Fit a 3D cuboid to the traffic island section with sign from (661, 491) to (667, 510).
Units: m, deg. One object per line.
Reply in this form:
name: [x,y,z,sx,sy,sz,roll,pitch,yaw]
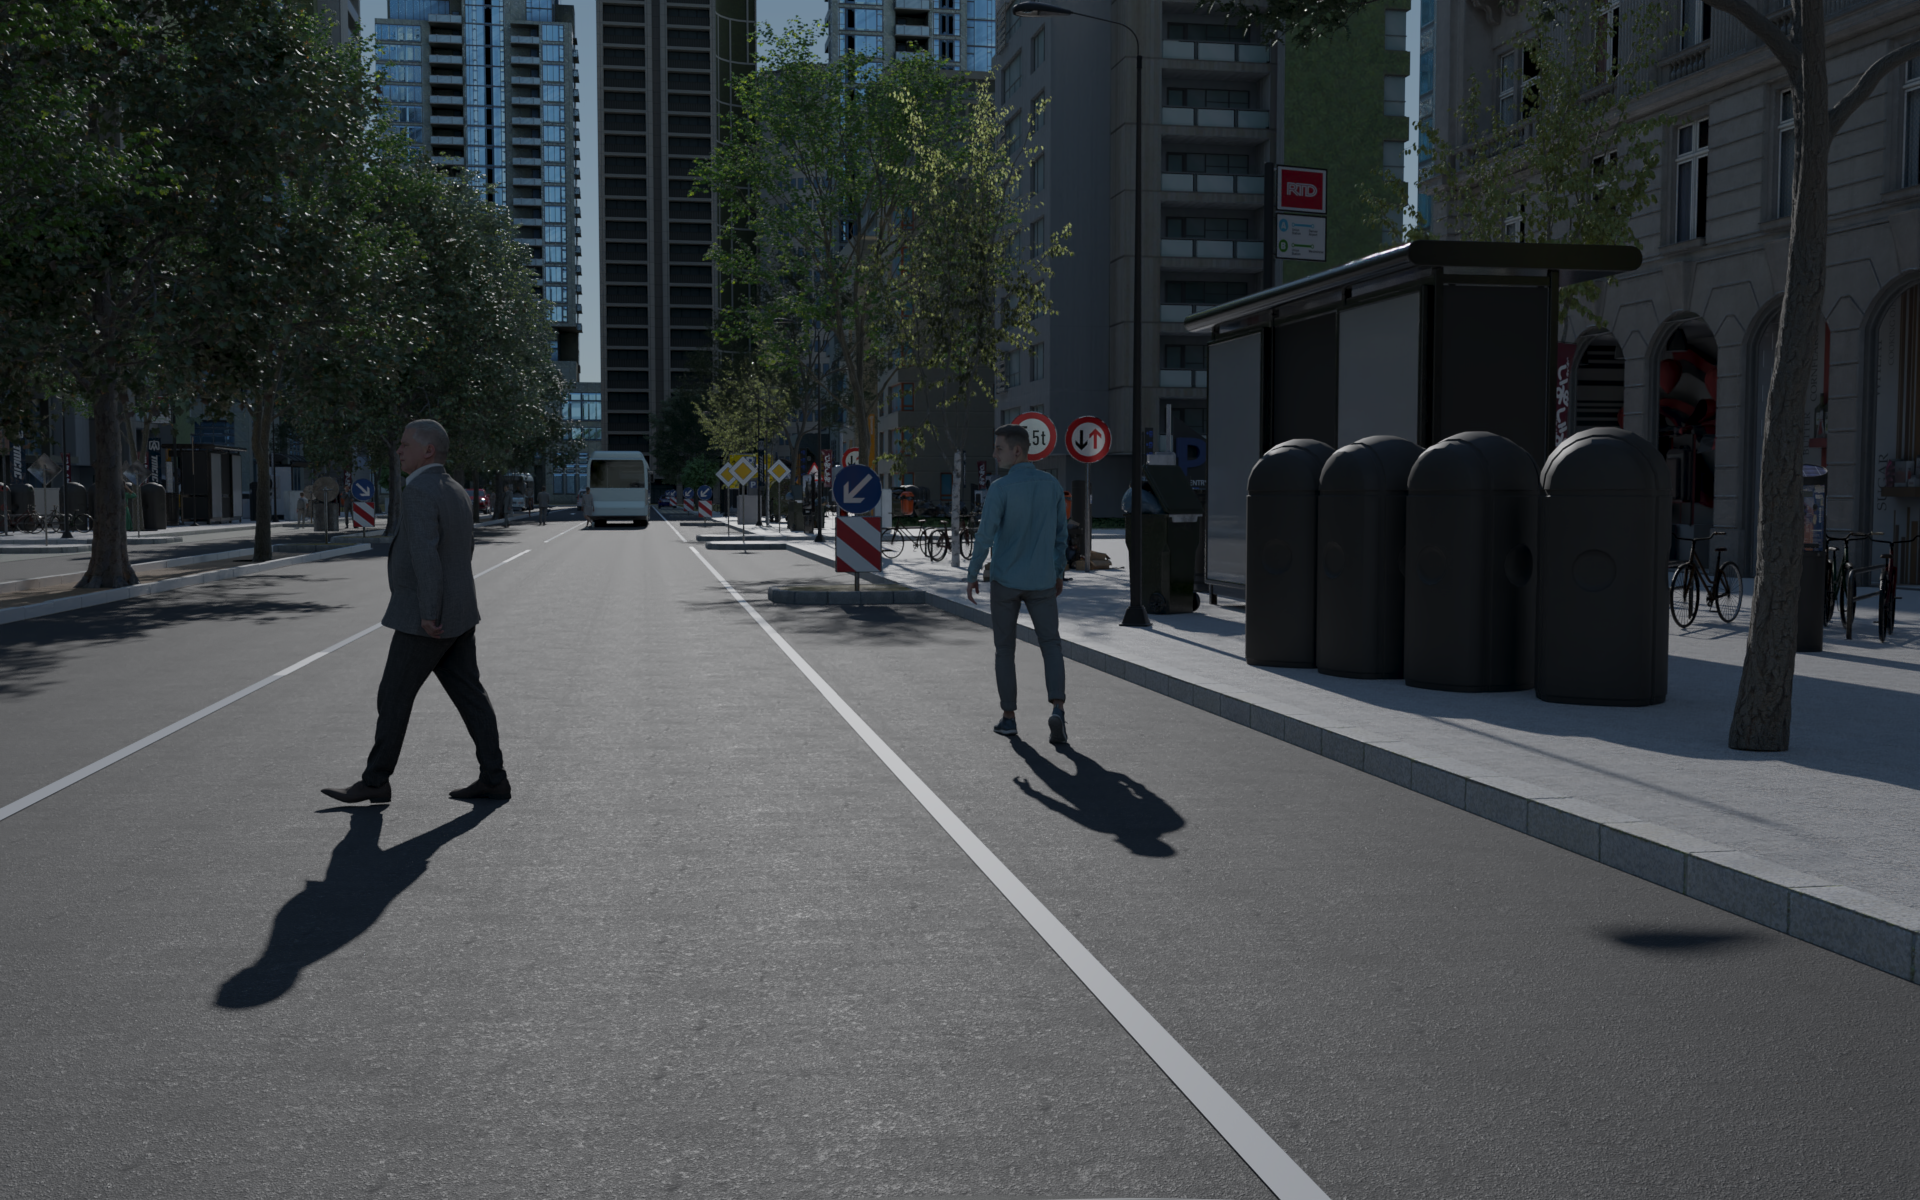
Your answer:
traffic island section with sign: [-25.692,-8.914,154.375,1.989,1.847,2.006,-1,4,-10]

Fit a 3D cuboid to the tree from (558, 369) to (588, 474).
tree: [-25.383,-10.739,95.050,9.611,12.733,9.660,0,3,0]

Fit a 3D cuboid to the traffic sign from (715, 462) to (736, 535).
traffic sign: [-7.171,-3.056,53.606,0.795,2.450,0.064,-1,4,-10]

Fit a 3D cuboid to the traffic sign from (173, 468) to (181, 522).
traffic sign: [-34.577,-4.614,76.627,0.795,2.450,0.064,0,4,-1]

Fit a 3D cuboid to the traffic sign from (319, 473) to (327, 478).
traffic sign: [-37.931,-6.312,103.314,0.768,2.556,0.104,0,4,-2]

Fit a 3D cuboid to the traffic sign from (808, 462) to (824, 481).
traffic sign: [-5.934,-4.317,70.589,0.884,2.594,0.081,-1,4,-9]

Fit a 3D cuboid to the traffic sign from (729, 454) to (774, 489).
traffic sign: [-10.527,-5.724,87.453,2.265,3.308,0.079,0,4,-5]

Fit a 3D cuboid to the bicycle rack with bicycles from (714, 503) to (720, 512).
bicycle rack with bicycles: [-15.993,-6.628,121.742,2.925,0.926,2.852,1,4,15]

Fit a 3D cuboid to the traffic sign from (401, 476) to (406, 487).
traffic sign: [-39.462,-7.468,122.203,0.768,2.556,0.104,-1,4,-8]

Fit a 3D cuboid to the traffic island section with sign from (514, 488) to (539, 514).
traffic island section with sign: [-31.224,-7.167,125.323,2.006,1.907,1.989,-1,4,-10]

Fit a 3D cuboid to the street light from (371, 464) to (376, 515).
street light: [-35.895,-8.243,107.309,1.470,5.913,1.316,-1,4,-10]

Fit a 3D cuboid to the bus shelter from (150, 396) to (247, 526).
bus shelter: [-32.307,-5.854,73.343,2.179,5.291,8.768,-1,4,-10]

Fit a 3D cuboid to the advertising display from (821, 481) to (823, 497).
advertising display: [-6.801,-4.604,80.488,0.974,1.923,0.123,2,4,28]

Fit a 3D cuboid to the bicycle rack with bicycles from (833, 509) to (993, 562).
bicycle rack with bicycles: [-0.415,-1.276,34.248,2.852,0.926,2.925,3,5,42]

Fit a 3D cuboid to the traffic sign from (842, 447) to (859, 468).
traffic sign: [-2.833,-2.876,47.133,0.768,2.556,0.104,0,4,-3]

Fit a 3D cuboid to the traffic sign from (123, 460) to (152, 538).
traffic sign: [-23.987,-2.868,50.540,0.795,2.450,0.064,-1,4,-10]

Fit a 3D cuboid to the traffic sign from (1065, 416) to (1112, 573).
traffic sign: [2.084,-1.723,28.272,0.768,2.556,0.104,0,4,-5]

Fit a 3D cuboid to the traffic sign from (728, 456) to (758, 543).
traffic sign: [-5.724,-2.576,45.752,0.795,2.450,0.064,-1,4,-10]

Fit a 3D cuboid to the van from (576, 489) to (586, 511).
van: [-32.392,-8.783,150.617,2.013,2.044,4.112,-1,4,-9]

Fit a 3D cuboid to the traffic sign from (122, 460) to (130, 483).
traffic sign: [-31.873,-4.053,66.266,0.884,2.594,0.081,-1,4,-10]

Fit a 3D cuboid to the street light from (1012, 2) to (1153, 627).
street light: [1.181,-2.696,16.620,1.470,5.913,1.316,-1,4,-10]

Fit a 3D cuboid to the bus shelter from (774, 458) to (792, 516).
bus shelter: [-10.542,-6.447,99.324,2.014,3.302,5.546,-1,4,-10]

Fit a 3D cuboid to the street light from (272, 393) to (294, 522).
street light: [-30.606,-6.494,78.711,1.470,5.913,1.316,-1,4,-10]

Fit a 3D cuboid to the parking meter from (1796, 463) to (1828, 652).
parking meter: [6.872,-0.352,14.168,0.372,1.533,0.369,0,3,0]

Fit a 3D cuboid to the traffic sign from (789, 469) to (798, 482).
traffic sign: [-8.570,-5.350,87.580,0.768,2.556,0.104,-1,4,-10]

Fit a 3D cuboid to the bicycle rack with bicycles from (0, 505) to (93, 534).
bicycle rack with bicycles: [-29.907,-2.642,56.574,2.925,0.926,2.852,-1,4,-20]

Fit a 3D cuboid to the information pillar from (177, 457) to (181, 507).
information pillar: [-40.549,-6.058,90.410,0.504,3.616,0.183,-2,4,-29]

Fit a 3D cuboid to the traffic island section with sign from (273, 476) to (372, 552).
traffic island section with sign: [-16.271,-2.202,44.138,2.006,1.907,1.989,-1,4,-10]

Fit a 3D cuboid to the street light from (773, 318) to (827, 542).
street light: [-4.275,-4.491,45.969,1.470,5.913,1.316,-1,4,-10]

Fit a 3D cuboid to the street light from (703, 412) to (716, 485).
street light: [-13.812,-7.670,97.947,1.470,5.913,1.316,-1,4,-10]

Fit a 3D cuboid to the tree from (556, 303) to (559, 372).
tree: [-21.886,-10.153,75.115,9.857,13.997,8.962,0,3,0]

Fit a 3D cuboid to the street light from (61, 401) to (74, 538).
street light: [-25.344,-4.744,50.108,1.470,5.913,1.316,-1,4,-10]

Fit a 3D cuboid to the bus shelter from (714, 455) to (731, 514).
bus shelter: [-14.420,-7.176,108.617,1.731,3.624,6.357,-1,4,-10]

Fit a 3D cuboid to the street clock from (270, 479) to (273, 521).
street clock: [-32.627,-4.721,81.756,0.358,2.002,0.471,-3,5,-40]

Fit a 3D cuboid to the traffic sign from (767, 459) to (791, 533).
traffic sign: [-5.943,-3.410,56.939,0.795,2.450,0.064,0,4,-6]

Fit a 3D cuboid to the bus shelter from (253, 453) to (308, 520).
bus shelter: [-34.256,-5.759,88.081,2.014,3.302,5.546,-1,4,-10]

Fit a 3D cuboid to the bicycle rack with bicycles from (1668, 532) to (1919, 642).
bicycle rack with bicycles: [7.859,-0.192,16.520,2.852,0.926,2.925,3,4,38]

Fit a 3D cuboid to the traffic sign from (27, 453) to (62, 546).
traffic sign: [-22.540,-2.388,42.687,0.795,2.450,0.064,-1,4,-10]

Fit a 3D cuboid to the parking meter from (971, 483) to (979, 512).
parking meter: [0.795,-5.413,94.217,0.399,1.863,0.255,-2,4,-33]

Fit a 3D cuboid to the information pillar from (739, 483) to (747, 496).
information pillar: [-10.164,-4.692,81.211,0.304,2.012,0.304,3,5,44]

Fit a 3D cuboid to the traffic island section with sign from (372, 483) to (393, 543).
traffic island section with sign: [-17.604,-2.648,51.424,2.006,1.907,1.989,-1,4,-10]

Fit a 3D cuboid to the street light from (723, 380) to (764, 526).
street light: [-8.601,-5.920,69.335,1.470,5.913,1.316,-1,4,-10]

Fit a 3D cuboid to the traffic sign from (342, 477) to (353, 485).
traffic sign: [-42.002,-7.254,118.710,0.768,2.556,0.104,0,4,-2]

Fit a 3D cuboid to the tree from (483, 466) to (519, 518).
tree: [-28.181,-9.496,108.086,4.360,8.622,3.978,0,3,0]

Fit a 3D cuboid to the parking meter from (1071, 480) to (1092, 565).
parking meter: [2.217,-1.415,31.551,0.372,1.533,0.369,0,3,0]

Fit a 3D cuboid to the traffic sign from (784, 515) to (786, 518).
traffic sign: [-9.564,-5.653,94.562,0.606,2.300,0.079,-1,4,-9]

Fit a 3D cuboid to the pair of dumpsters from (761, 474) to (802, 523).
pair of dumpsters: [-8.092,-4.664,78.751,1.574,2.255,4.437,-1,4,-10]

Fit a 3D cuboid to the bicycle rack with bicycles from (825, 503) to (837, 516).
bicycle rack with bicycles: [-7.402,-5.418,101.972,2.852,0.926,2.925,3,4,36]

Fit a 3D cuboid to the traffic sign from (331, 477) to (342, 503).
traffic sign: [-36.420,-6.059,101.188,0.606,2.300,0.079,0,4,-8]

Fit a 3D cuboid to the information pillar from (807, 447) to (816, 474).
information pillar: [-7.471,-5.841,86.855,0.504,3.616,0.183,2,4,25]

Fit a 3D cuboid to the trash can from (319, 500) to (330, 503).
trash can: [-36.071,-5.296,98.249,0.748,1.137,0.748,0,3,0]

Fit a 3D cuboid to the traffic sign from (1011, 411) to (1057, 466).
traffic sign: [1.113,-1.633,26.803,0.768,2.556,0.104,0,4,-1]

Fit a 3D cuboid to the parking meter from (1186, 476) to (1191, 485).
parking meter: [7.228,-3.061,55.759,0.255,1.863,0.399,-1,4,-22]

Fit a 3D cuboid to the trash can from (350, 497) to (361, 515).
trash can: [-36.164,-5.624,103.613,0.748,1.137,0.748,0,3,0]

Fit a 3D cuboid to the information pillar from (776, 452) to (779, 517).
information pillar: [-10.074,-6.368,95.479,0.183,3.616,0.504,-1,4,-17]

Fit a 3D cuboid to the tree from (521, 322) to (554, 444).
tree: [-23.855,-9.611,85.347,9.928,11.665,9.643,0,3,0]

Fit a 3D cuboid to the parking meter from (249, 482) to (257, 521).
parking meter: [-33.736,-4.711,82.731,0.399,1.863,0.255,3,5,45]

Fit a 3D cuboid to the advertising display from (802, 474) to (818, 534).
advertising display: [-4.908,-3.115,56.147,0.123,1.923,0.974,-2,4,-23]

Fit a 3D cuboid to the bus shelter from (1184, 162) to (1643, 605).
bus shelter: [3.944,-2.513,18.720,2.179,5.291,8.768,-1,4,-10]
